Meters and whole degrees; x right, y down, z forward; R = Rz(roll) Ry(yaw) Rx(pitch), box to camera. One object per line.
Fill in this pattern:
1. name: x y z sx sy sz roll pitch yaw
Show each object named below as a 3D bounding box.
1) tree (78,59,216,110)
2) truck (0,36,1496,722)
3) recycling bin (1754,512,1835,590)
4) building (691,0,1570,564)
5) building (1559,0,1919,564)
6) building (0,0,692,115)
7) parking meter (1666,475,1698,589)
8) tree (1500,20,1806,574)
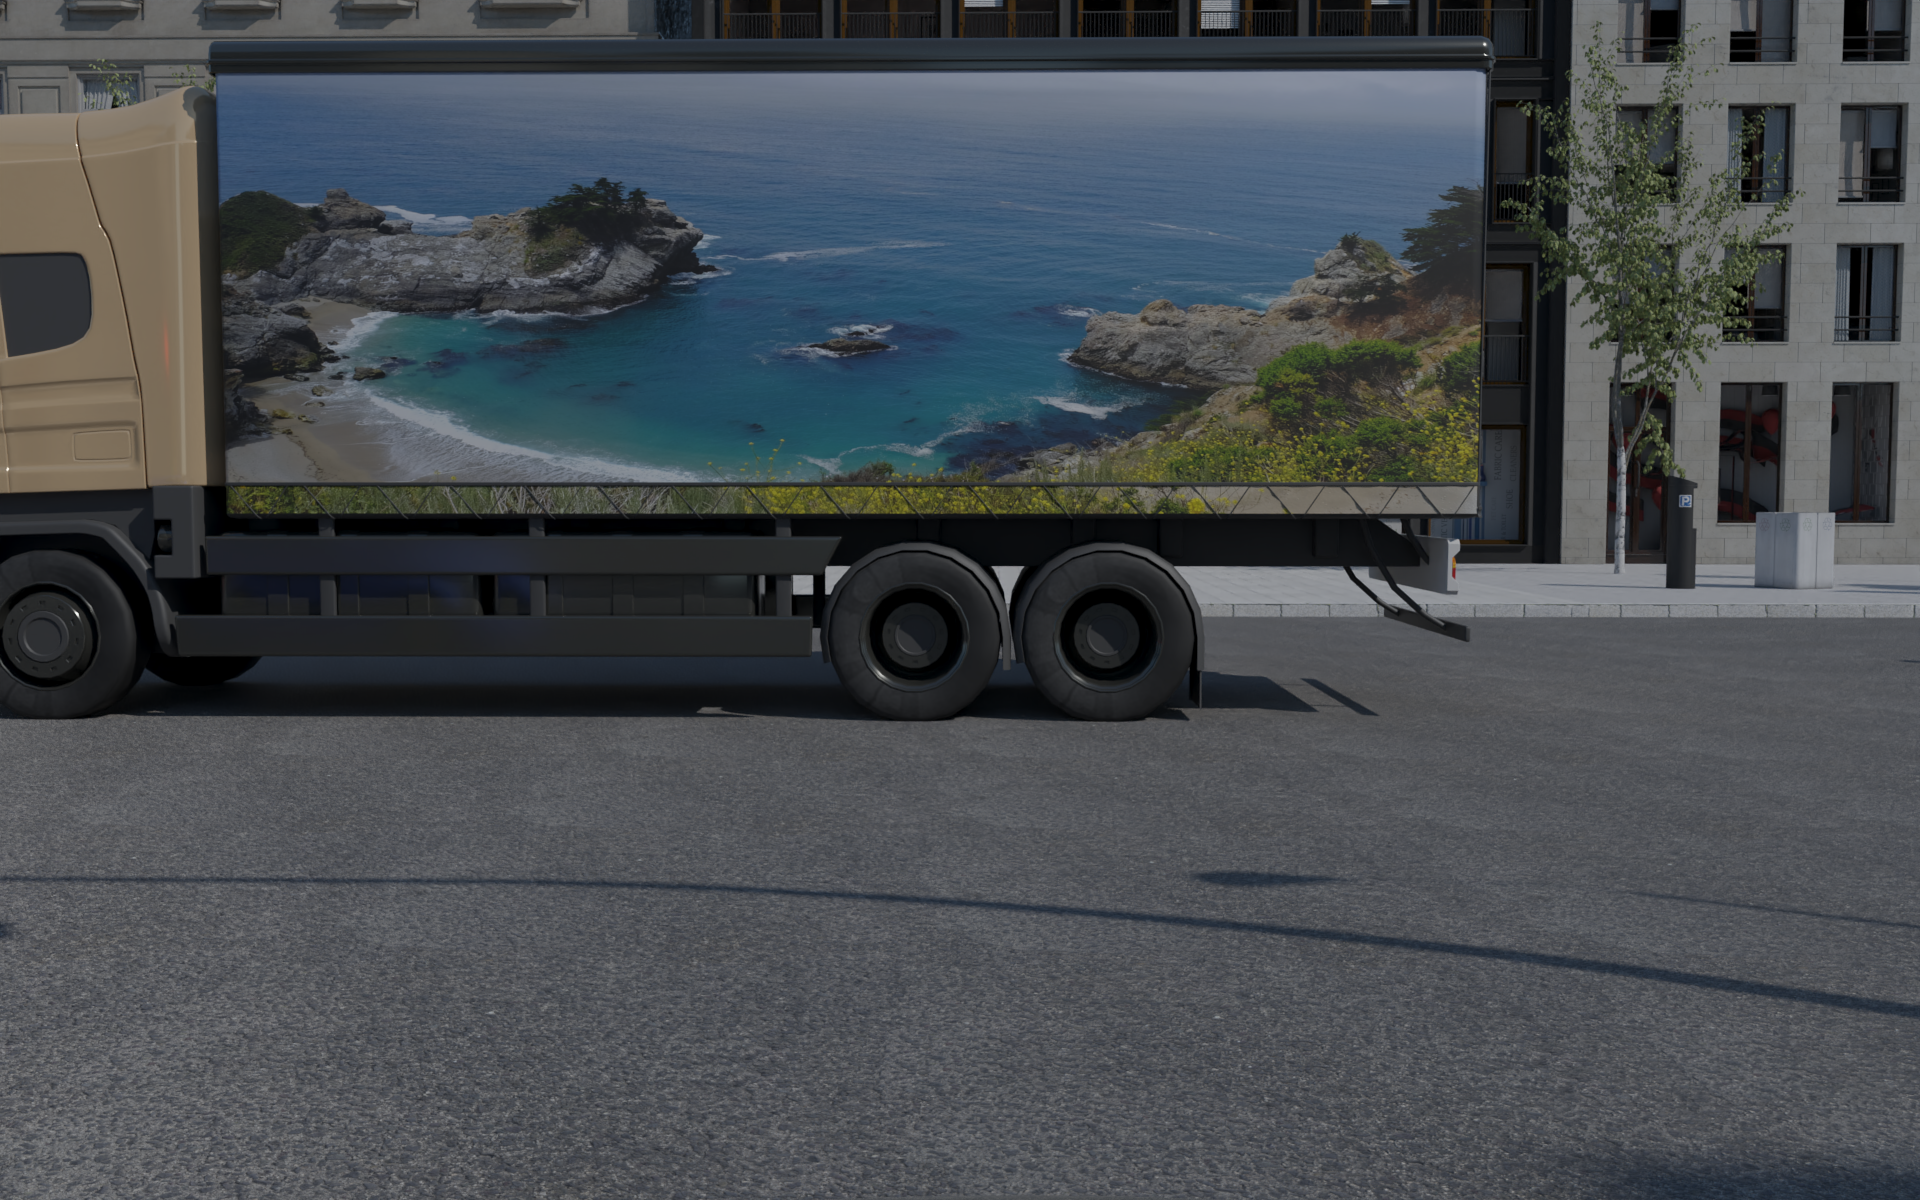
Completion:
1. tree: -13.255 -4.804 28.902 4.737 8.622 4.395 0 3 0
2. truck: -2.347 -1.408 11.937 11.283 4.237 2.839 0 4 1
3. recycling bin: 11.402 -0.680 23.669 0.722 1.027 0.722 -1 4 -23
4. building: 3.167 -12.695 37.249 15.834 23.373 12.332 0 4 1
5. building: 19.489 -11.085 36.000 16.860 20.320 10.420 0 4 1
6. building: -19.735 -12.621 39.637 30.059 22.955 16.112 0 4 1
7. parking meter: 9.797 -0.923 23.506 0.372 1.533 0.369 0 3 0
8. tree: 10.820 -4.718 27.499 4.737 8.622 4.395 0 3 0
